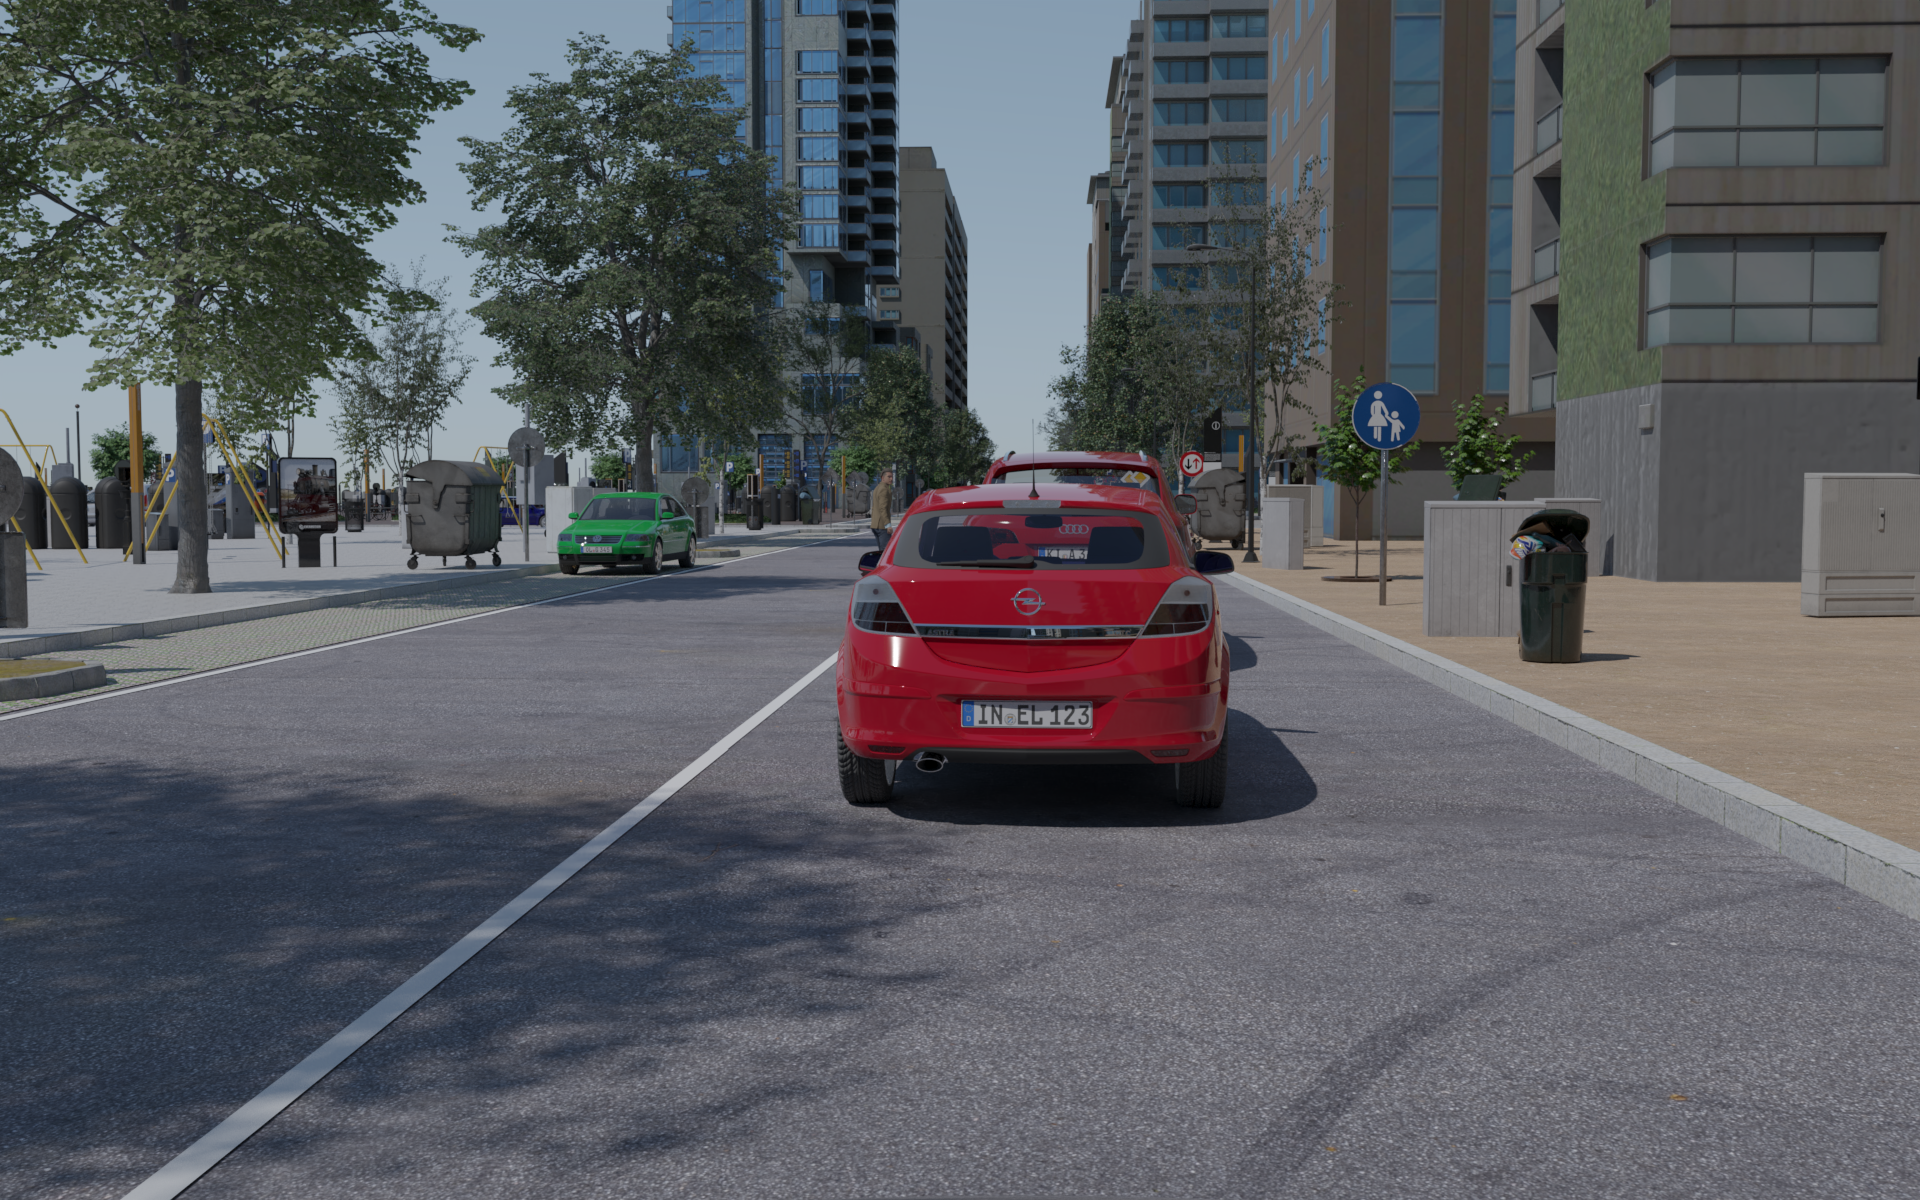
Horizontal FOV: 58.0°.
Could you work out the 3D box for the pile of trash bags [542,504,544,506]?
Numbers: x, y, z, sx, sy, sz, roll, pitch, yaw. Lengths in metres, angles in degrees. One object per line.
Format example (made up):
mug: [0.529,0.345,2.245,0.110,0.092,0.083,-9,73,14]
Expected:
pile of trash bags: [-20.390,-4.949,90.661,3.447,1.369,1.912,0,4,-3]

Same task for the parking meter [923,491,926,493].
parking meter: [-3.011,-8.542,148.066,0.372,1.533,0.369,0,3,0]

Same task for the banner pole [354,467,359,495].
banner pole: [-49.594,-9.311,142.255,0.863,3.779,0.401,3,5,41]

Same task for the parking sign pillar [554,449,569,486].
parking sign pillar: [-24.323,-7.112,104.755,1.447,3.967,1.447,1,4,17]

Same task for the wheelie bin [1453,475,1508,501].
wheelie bin: [8.555,-1.255,28.433,0.980,1.594,0.693,3,5,40]

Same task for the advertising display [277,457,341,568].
advertising display: [-11.376,-1.530,30.230,0.974,1.923,0.123,-2,4,-29]

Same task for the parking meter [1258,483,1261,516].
parking meter: [15.649,-5.140,89.745,0.399,1.863,0.255,1,4,16]

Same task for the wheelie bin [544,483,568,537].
wheelie bin: [-11.992,-2.667,51.513,0.980,1.594,0.693,1,4,10]

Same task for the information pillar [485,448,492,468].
information pillar: [-23.271,-5.757,85.475,0.504,3.616,0.183,3,5,42]

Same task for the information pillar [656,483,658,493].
information pillar: [-19.441,-6.481,110.448,0.304,2.012,0.304,2,4,27]

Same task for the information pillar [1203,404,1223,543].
information pillar: [6.627,-3.303,45.362,0.504,3.616,0.183,1,4,19]

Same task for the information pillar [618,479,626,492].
information pillar: [-16.442,-4.891,84.456,0.304,2.012,0.304,1,4,17]

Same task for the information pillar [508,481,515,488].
information pillar: [-25.074,-5.647,96.822,0.304,2.012,0.304,-3,5,-43]

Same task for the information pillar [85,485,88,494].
information pillar: [-69.523,-8.146,137.684,0.304,2.012,0.304,3,5,44]

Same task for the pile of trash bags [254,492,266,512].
pile of trash bags: [-54.991,-7.627,134.459,1.912,1.369,3.447,-3,5,-40]

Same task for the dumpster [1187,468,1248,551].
dumpster: [5.956,-2.095,40.004,1.264,1.857,1.865,0,4,3]

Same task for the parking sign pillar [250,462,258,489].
parking sign pillar: [-55.636,-9.123,137.627,1.447,3.967,1.447,-2,4,-27]

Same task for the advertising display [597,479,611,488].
advertising display: [-15.588,-4.323,75.896,0.123,1.923,0.974,1,4,19]

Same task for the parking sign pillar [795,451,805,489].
parking sign pillar: [-10.140,-7.380,109.130,1.447,3.967,1.447,-1,4,-19]

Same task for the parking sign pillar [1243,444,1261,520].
parking sign pillar: [14.121,-5.932,85.459,1.447,3.967,1.447,2,4,25]

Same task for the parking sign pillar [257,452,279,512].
parking sign pillar: [-39.723,-6.886,101.057,1.447,3.967,1.447,1,4,13]

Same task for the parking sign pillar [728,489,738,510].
parking sign pillar: [-18.949,-9.428,142.615,1.447,3.967,1.447,1,4,11]

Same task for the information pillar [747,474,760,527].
information pillar: [-7.659,-3.647,64.115,0.304,2.012,0.304,-3,5,-43]

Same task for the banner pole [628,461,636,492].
banner pole: [-24.606,-8.544,129.710,0.863,3.779,0.401,-1,4,-13]

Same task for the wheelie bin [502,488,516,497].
wheelie bin: [-22.832,-4.921,88.359,0.980,1.594,0.693,-1,4,-12]

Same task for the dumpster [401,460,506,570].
dumpster: [-8.755,-1.481,29.980,1.264,1.857,1.865,0,4,3]

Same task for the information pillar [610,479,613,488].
information pillar: [-16.975,-4.852,83.830,0.304,2.012,0.304,0,4,-7]

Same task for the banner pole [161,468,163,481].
banner pole: [-67.345,-9.527,145.785,0.863,3.779,0.401,1,4,10]

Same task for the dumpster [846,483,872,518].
dumpster: [-5.414,-5.311,92.592,1.264,1.857,1.865,0,4,3]

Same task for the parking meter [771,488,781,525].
parking meter: [-7.639,-3.885,71.928,0.372,1.533,0.369,0,3,0]

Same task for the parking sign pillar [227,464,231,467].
parking sign pillar: [-60.929,-9.607,145.547,1.447,3.967,1.447,-3,4,-36]

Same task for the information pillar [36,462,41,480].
information pillar: [-66.717,-8.201,125.435,0.183,3.616,0.504,0,4,5]

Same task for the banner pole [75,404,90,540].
banner pole: [-24.601,-3.571,48.407,0.401,3.779,0.863,-2,4,-24]

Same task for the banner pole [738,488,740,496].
banner pole: [-17.625,-9.148,139.580,0.863,3.779,0.401,1,4,19]

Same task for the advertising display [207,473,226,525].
advertising display: [-22.705,-2.918,52.930,0.123,1.923,0.974,3,5,43]

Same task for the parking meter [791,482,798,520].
parking meter: [-8.162,-4.874,85.397,0.255,1.863,0.399,-2,4,-25]

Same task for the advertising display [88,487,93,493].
advertising display: [-75.252,-8.812,149.290,0.974,1.923,0.123,-1,4,-13]

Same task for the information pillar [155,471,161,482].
information pillar: [-60.796,-8.562,131.335,0.504,3.616,0.183,1,4,23]

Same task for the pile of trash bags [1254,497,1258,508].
pile of trash bags: [21.599,-7.292,128.982,1.912,1.369,3.447,-1,4,-18]

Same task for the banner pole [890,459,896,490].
banner pole: [-4.719,-8.042,121.508,0.401,3.779,0.863,-3,4,-39]

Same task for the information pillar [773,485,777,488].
information pillar: [-15.404,-8.540,144.114,0.304,2.012,0.304,0,4,1]

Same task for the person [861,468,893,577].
person: [-1.227,-1.149,27.194,0.656,1.842,0.836,3,5,40]

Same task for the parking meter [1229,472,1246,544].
parking meter: [7.179,-2.391,44.807,0.399,1.863,0.255,-2,4,-30]

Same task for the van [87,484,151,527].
van: [-34.556,-3.871,70.309,4.112,2.044,2.013,0,4,2]

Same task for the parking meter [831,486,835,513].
parking meter: [-8.772,-6.960,119.500,0.255,1.863,0.399,-1,4,-16]

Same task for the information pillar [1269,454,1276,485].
information pillar: [15.266,-5.679,84.205,0.504,3.616,0.183,2,4,28]
